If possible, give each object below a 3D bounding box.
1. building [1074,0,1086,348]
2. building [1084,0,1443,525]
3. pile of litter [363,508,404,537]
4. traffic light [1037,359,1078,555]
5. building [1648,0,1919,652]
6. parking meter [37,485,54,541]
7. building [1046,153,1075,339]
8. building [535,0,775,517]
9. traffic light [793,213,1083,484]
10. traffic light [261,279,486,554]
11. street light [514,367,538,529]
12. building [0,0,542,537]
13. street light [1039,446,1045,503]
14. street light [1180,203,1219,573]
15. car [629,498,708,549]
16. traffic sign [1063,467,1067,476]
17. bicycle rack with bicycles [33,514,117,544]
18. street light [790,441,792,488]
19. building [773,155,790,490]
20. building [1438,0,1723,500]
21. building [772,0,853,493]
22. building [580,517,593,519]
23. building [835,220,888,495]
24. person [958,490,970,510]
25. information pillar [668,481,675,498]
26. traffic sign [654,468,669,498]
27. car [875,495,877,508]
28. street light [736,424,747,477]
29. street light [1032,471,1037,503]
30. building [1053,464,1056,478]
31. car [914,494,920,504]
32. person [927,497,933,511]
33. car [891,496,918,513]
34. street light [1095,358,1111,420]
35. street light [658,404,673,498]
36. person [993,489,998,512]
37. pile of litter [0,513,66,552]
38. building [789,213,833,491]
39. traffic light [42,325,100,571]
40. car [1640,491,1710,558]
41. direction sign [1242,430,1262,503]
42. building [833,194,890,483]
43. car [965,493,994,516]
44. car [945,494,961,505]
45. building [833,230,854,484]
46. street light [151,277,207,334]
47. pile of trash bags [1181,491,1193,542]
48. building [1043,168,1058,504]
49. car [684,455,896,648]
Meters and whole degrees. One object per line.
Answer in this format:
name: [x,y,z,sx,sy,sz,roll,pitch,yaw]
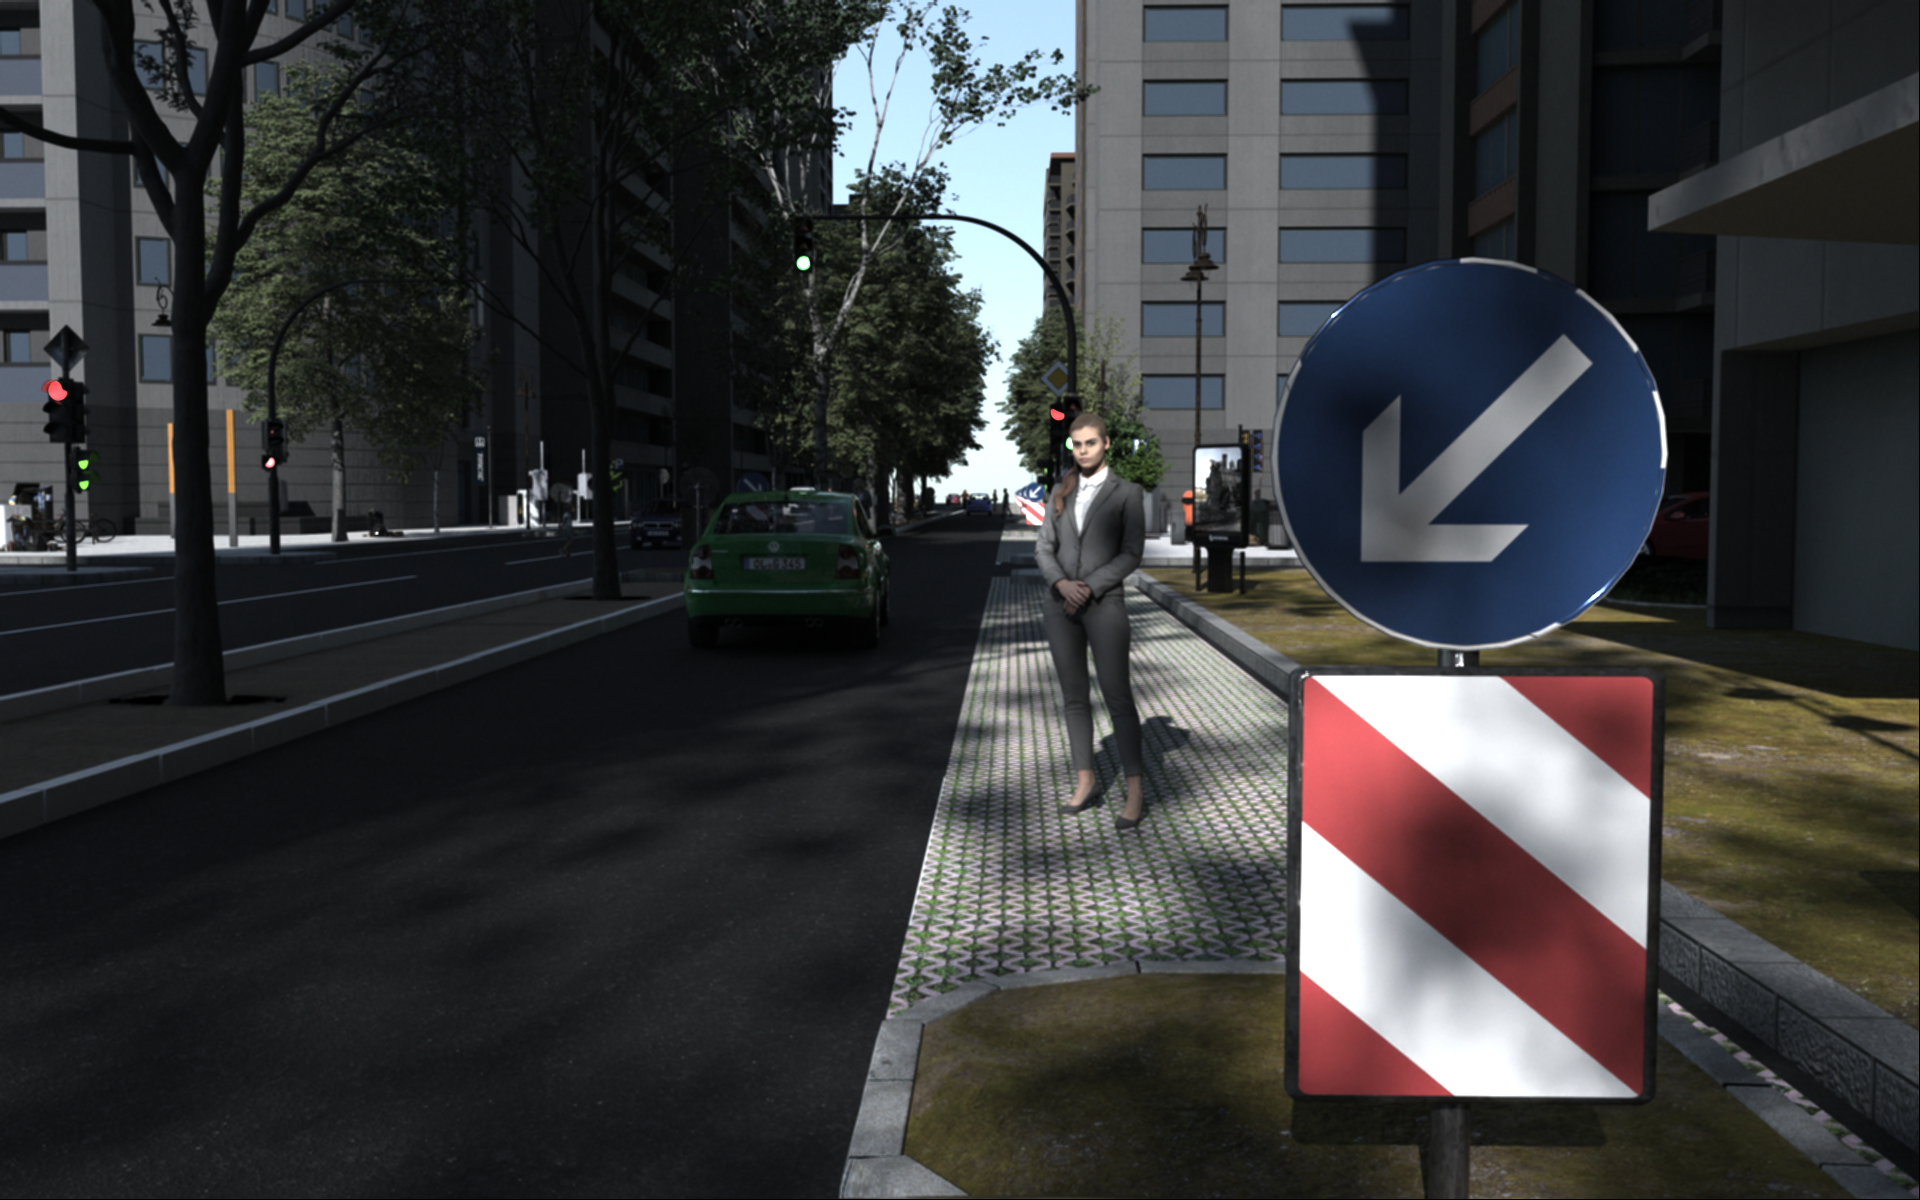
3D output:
building: [15.552,-29.138,126.509,14.600,45.320,14.200,0,4,2]
building: [16.649,-33.153,84.048,21.231,58.520,28.212,0,4,2]
pile of litter: [-17.331,-2.331,52.072,1.176,0.858,1.719,-2,4,-23]
traffic light: [2.040,-2.897,36.285,0.839,4.253,0.868,0,4,2]
building: [17.881,-25.276,2.498,28.713,52.752,27.495,0,4,2]
parking meter: [-24.988,-2.380,47.328,0.372,1.533,0.369,0,3,0]
building: [22.086,-34.487,218.494,22.147,44.769,28.867,0,4,2]
building: [-25.283,-30.519,122.687,21.300,48.544,21.600,0,4,2]
traffic light: [-0.293,-3.276,28.224,4.771,5.953,1.251,0,4,2]
traffic light: [-12.471,-3.796,36.738,4.771,5.953,1.251,0,4,2]
street light: [-15.730,-5.514,62.941,0.468,5.910,1.993,0,4,2]
building: [-30.099,-31.932,64.086,21.231,58.520,28.212,0,4,2]
street light: [7.865,-11.548,161.594,0.468,5.910,1.993,0,4,2]
street light: [3.836,-3.369,27.878,0.468,5.910,1.993,0,4,2]
car: [-7.645,-2.056,46.193,1.945,1.354,3.894,0,4,2]
traffic sign: [5.027,-4.789,78.404,0.768,2.556,0.104,0,4,6]
bicycle rack with bicycles: [-23.408,-1.908,44.576,2.925,0.926,2.852,-1,4,-22]
street light: [-13.558,-10.170,139.062,0.468,5.910,1.993,0,4,2]
building: [-22.152,-22.598,141.173,14.160,30.474,14.107,0,4,2]
building: [27.199,-24.049,47.821,28.867,44.769,22.147,0,4,2]
building: [-23.528,-46.942,205.752,20.563,71.187,20.611,0,4,2]
building: [-28.794,-28.961,97.211,21.300,48.544,21.600,0,4,2]
building: [-17.797,-34.527,248.115,14.154,41.232,14.086,0,4,2]
person: [0.467,-8.890,153.808,1.348,1.831,0.705,1,4,15]
information pillar: [-16.100,-5.643,96.756,0.304,2.012,0.304,0,4,5]
traffic sign: [-14.799,-5.249,85.933,0.768,2.556,0.104,1,4,9]
car: [-7.789,-9.014,159.746,2.083,1.381,4.827,0,4,4]
street light: [-14.321,-8.612,113.593,0.468,5.910,1.993,0,4,2]
street light: [9.661,-15.059,218.995,0.468,5.910,1.993,0,4,2]
building: [20.752,-52.363,168.804,22.319,86.520,31.000,0,4,2]
car: [-6.001,-13.347,228.006,2.009,1.686,4.222,0,4,0]
person: [-2.626,-8.557,148.425,0.705,1.822,1.348,-2,4,-31]
car: [-4.103,-7.349,130.376,2.015,1.641,3.980,0,4,3]
street light: [4.850,-5.267,58.899,0.468,5.910,1.993,0,4,2]
street light: [-15.085,-7.100,88.865,0.468,5.910,1.993,0,4,2]
person: [2.883,-8.115,141.198,0.705,1.821,1.348,-1,4,-10]
pile of litter: [-20.883,-1.521,38.830,1.719,0.858,1.176,2,4,25]
building: [-20.782,-24.769,176.679,14.160,30.474,14.107,0,4,2]
traffic light: [-14.804,-2.438,28.784,0.839,4.253,0.868,0,4,2]
car: [13.748,-1.442,32.611,4.494,1.783,2.155,0,4,3]
direction sign: [10.306,-4.244,61.379,0.876,3.537,0.379,3,5,42]
building: [-18.059,-37.432,262.121,14.600,45.320,14.200,0,4,2]
car: [1.271,-6.419,114.539,1.945,1.707,3.694,0,4,1]
car: [-0.840,-13.250,225.672,2.155,1.783,4.494,0,4,4]
building: [-28.365,-32.858,229.112,32.217,40.220,23.993,0,4,2]
street light: [-16.652,-3.932,37.071,0.468,5.910,1.993,0,4,2]
pile of trash bags: [6.803,-2.257,46.659,1.912,1.369,3.447,2,4,30]
building: [22.559,-37.955,244.262,21.300,48.544,21.600,0,4,2]
car: [-1.648,-0.535,17.541,1.959,1.807,4.718,0,3,0]
